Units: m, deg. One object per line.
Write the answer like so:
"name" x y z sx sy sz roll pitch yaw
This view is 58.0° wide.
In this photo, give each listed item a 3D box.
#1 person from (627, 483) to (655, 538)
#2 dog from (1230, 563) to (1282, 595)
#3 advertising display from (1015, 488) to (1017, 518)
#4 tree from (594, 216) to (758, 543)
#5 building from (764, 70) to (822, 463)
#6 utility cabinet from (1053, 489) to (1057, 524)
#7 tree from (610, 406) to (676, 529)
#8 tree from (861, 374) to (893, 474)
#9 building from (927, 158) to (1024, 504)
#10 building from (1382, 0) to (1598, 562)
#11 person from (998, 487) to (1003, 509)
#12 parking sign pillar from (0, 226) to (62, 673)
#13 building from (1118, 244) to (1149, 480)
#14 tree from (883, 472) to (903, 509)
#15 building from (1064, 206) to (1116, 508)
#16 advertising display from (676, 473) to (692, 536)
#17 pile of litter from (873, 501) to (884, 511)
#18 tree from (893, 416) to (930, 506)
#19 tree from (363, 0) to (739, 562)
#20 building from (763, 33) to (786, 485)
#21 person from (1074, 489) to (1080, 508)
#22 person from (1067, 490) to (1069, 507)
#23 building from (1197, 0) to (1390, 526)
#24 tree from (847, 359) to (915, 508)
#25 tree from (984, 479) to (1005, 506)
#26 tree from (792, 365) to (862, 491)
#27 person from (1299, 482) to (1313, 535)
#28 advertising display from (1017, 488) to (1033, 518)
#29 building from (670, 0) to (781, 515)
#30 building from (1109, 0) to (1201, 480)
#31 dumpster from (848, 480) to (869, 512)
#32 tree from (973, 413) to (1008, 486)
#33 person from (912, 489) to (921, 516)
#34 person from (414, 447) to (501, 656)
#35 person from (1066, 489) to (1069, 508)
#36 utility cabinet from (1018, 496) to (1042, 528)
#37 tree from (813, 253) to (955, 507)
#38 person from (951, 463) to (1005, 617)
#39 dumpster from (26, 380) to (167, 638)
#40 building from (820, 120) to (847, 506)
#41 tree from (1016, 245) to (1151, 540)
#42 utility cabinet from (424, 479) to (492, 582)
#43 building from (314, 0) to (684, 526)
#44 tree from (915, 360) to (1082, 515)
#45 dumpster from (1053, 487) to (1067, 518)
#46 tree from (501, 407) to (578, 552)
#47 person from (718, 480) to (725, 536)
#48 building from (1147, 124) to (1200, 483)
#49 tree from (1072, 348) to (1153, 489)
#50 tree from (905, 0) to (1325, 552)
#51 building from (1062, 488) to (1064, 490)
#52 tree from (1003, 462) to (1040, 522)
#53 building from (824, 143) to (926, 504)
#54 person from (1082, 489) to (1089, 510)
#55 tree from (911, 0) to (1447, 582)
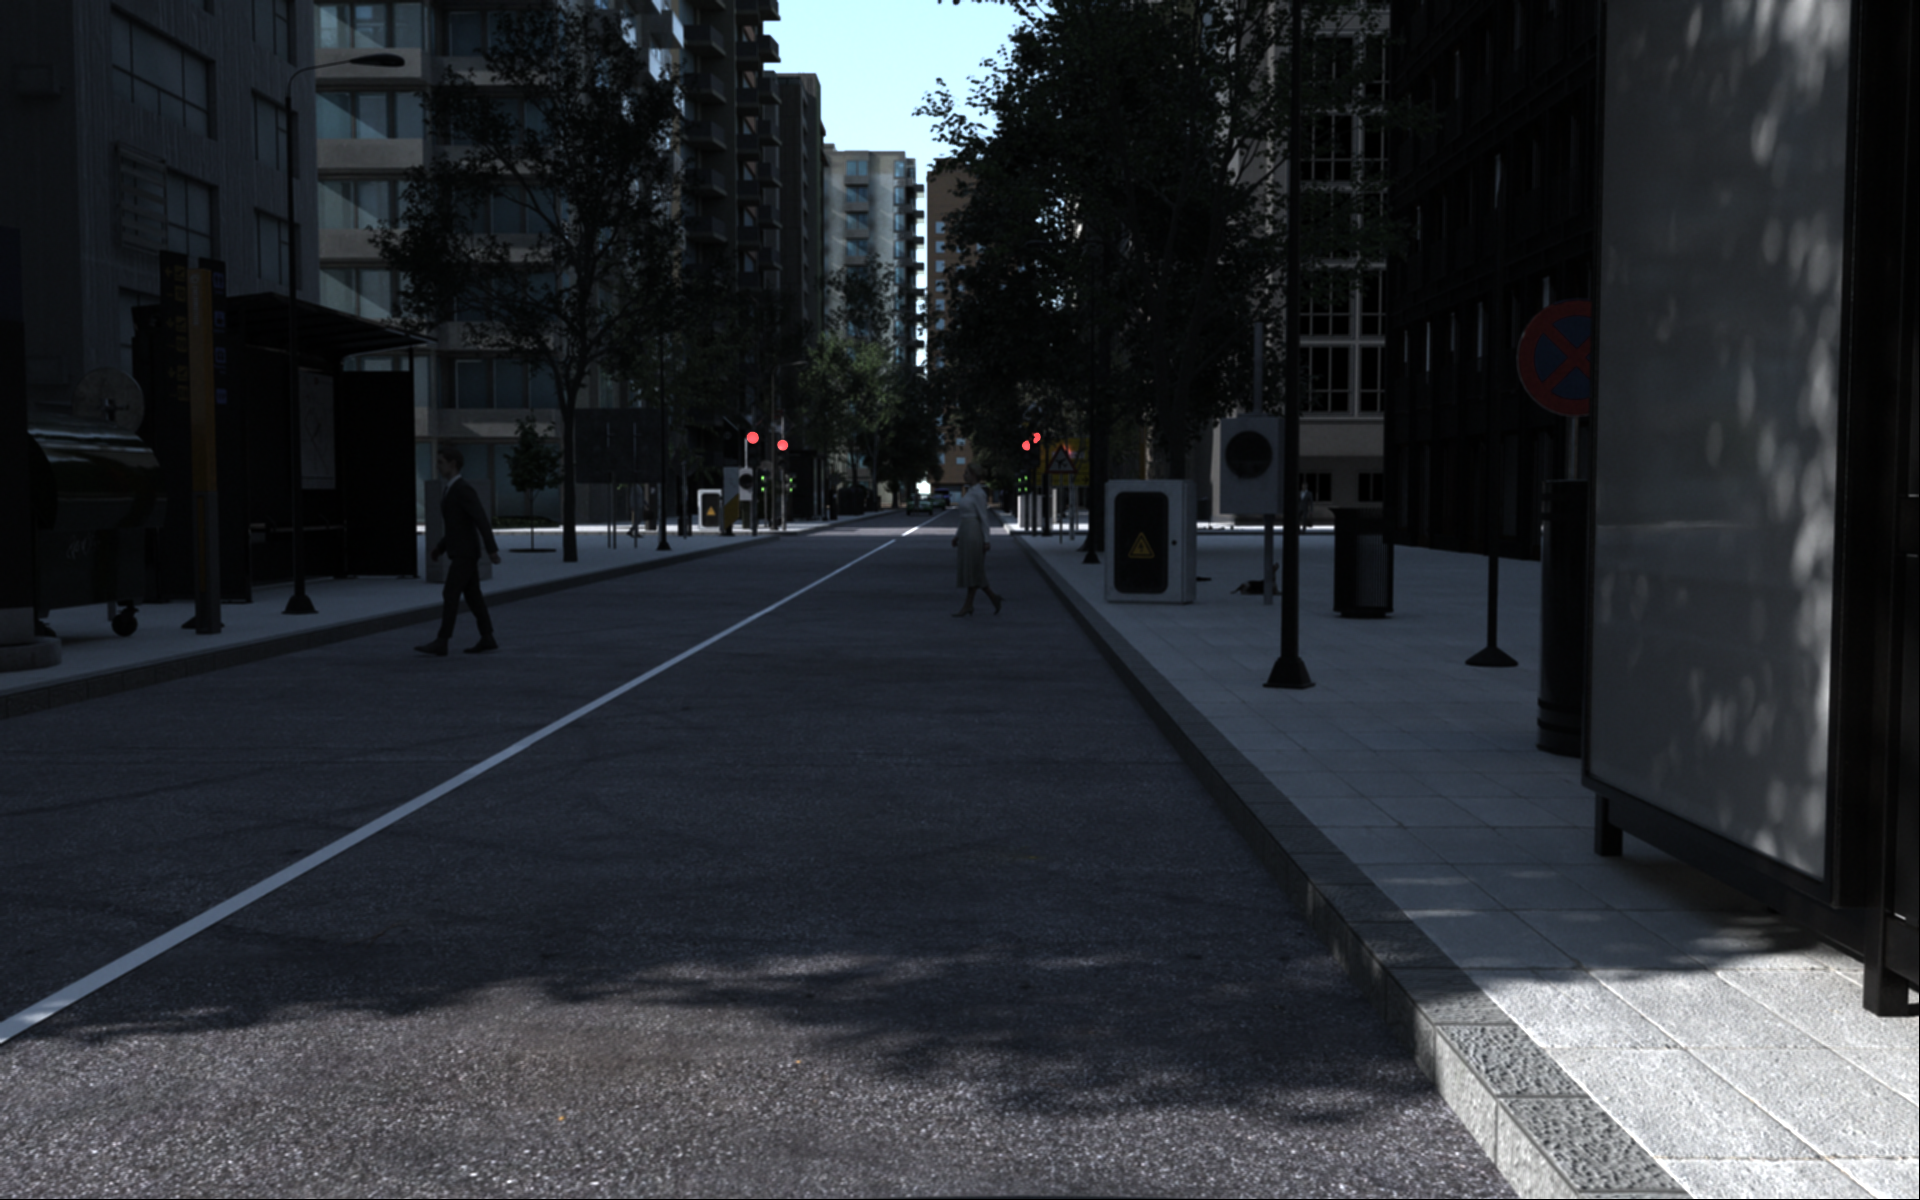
"person" -9.488 -2.751 51.145 0.853 1.813 0.709 0 4 7
"dog" 3.850 -0.272 22.190 0.550 0.427 0.748 -2 4 -26
"advertising display" 3.150 -5.293 91.755 0.123 1.923 0.974 2 4 24
"tree" -7.681 -5.784 44.938 4.737 8.622 4.395 0 3 0
"building" -20.647 -29.347 163.415 14.154 41.232 14.086 0 4 1
"utility cabinet" 3.952 -4.019 74.383 0.318 1.500 1.173 0 4 0
"tree" -12.251 -4.961 64.829 4.285 4.588 4.351 0 3 0
"tree" -7.711 -8.556 74.298 8.767 10.594 7.601 0 4 -8
"building" 2.837 -35.685 233.552 14.200 45.320 14.600 0 4 1
"building" 16.982 -12.627 36.134 12.332 23.373 15.834 0 4 1
"person" 3.473 -8.414 143.482 0.709 1.838 0.599 -3 5 -39
"parking sign pillar" -7.467 -1.483 12.713 1.447 3.967 1.447 2 4 26
"building" 17.423 -17.632 124.447 11.583 22.565 21.152 0 4 1
"tree" -5.728 -9.495 149.849 1.663 3.219 1.824 0 3 0
"building" 22.718 -34.715 191.298 21.300 48.544 21.600 0 4 1
"advertising display" -8.515 -2.935 53.200 0.123 1.923 0.974 0 4 7
"pile of litter" -6.243 -7.099 130.034 1.176 0.858 1.719 1 4 13
"tree" -6.458 -14.962 179.040 7.601 10.594 8.767 3 4 38
"tree" -7.552 -5.982 32.213 8.767 10.594 7.601 2 4 24
"building" -24.957 -43.222 144.930 20.563 71.187 20.611 0 4 1
"person" 10.769 -9.355 159.720 0.721 1.743 1.217 1 4 20
"person" 10.761 -10.087 171.686 0.721 1.743 1.217 -3 5 -45
"building" 23.107 -17.204 74.788 24.014 27.812 14.314 0 4 1
"tree" -6.158 -15.749 164.144 9.857 13.997 8.962 0 3 0
"tree" 4.214 -12.142 182.231 4.285 4.588 4.351 0 3 0
"tree" -7.334 -8.967 96.966 4.737 8.622 4.395 0 3 0
"person" 11.131 -2.913 56.096 0.622 1.834 0.822 1 4 18
"advertising display" 3.468 -4.953 86.195 0.974 1.923 0.123 -1 4 -13
"building" -24.205 -28.461 119.966 22.147 44.769 28.867 0 4 1
"building" 22.130 -43.337 146.818 20.563 71.187 20.611 0 4 1
"dumpster" -7.166 -7.247 120.986 1.502 2.255 1.985 0 4 1
"tree" 5.126 -14.980 163.053 7.486 12.596 7.792 0 3 0
"person" -2.845 -6.331 112.357 0.599 1.781 0.374 2 4 34
"person" -4.511 -0.438 15.447 0.755 1.850 0.659 -2 4 -24
"person" 9.798 -9.172 156.785 0.721 1.735 1.217 0 4 -1
"utility cabinet" 2.739 -3.371 66.272 1.020 1.237 0.306 -1 4 -15
"tree" -5.747 -17.012 134.040 12.611 20.169 13.585 0 3 0
"person" 0.213 -0.707 20.287 0.641 1.798 0.478 0 4 -7
"dumpster" -7.938 -0.750 14.756 1.502 2.255 1.985 0 4 0
"building" -27.797 -32.879 192.198 28.867 44.769 22.147 0 4 1
"tree" 3.005 -5.974 48.034 4.360 8.622 3.978 0 3 0
"utility cabinet" -7.342 -1.019 25.345 0.318 1.500 1.173 1 4 21
"building" -25.586 -28.297 82.257 23.786 49.044 30.456 0 4 1
"tree" 3.613 -12.206 106.229 9.857 13.997 8.962 0 3 0
"dumpster" 5.126 -5.327 92.862 1.264 1.857 1.865 0 4 0
"tree" -9.506 -2.675 38.331 1.663 3.219 1.824 0 3 0
"person" -7.242 -2.870 53.515 0.362 1.759 0.519 3 5 43
"building" 17.776 -18.567 100.829 12.463 27.353 25.104 0 4 1
"tree" 8.396 -8.479 88.999 4.737 8.622 4.395 0 3 0
"tree" 3.273 -7.437 38.598 9.611 12.733 9.660 0 3 0
"building" 26.423 -56.491 236.305 31.000 86.520 22.319 0 4 1
"tree" 3.258 -5.270 80.771 1.663 3.219 1.824 0 3 0
"building" -19.988 -37.886 239.047 30.456 49.044 23.786 0 4 1
"person" 10.350 -8.059 138.523 1.217 1.735 0.721 0 4 5
"tree" 3.124 -6.083 25.210 9.928 11.665 9.643 0 3 0
